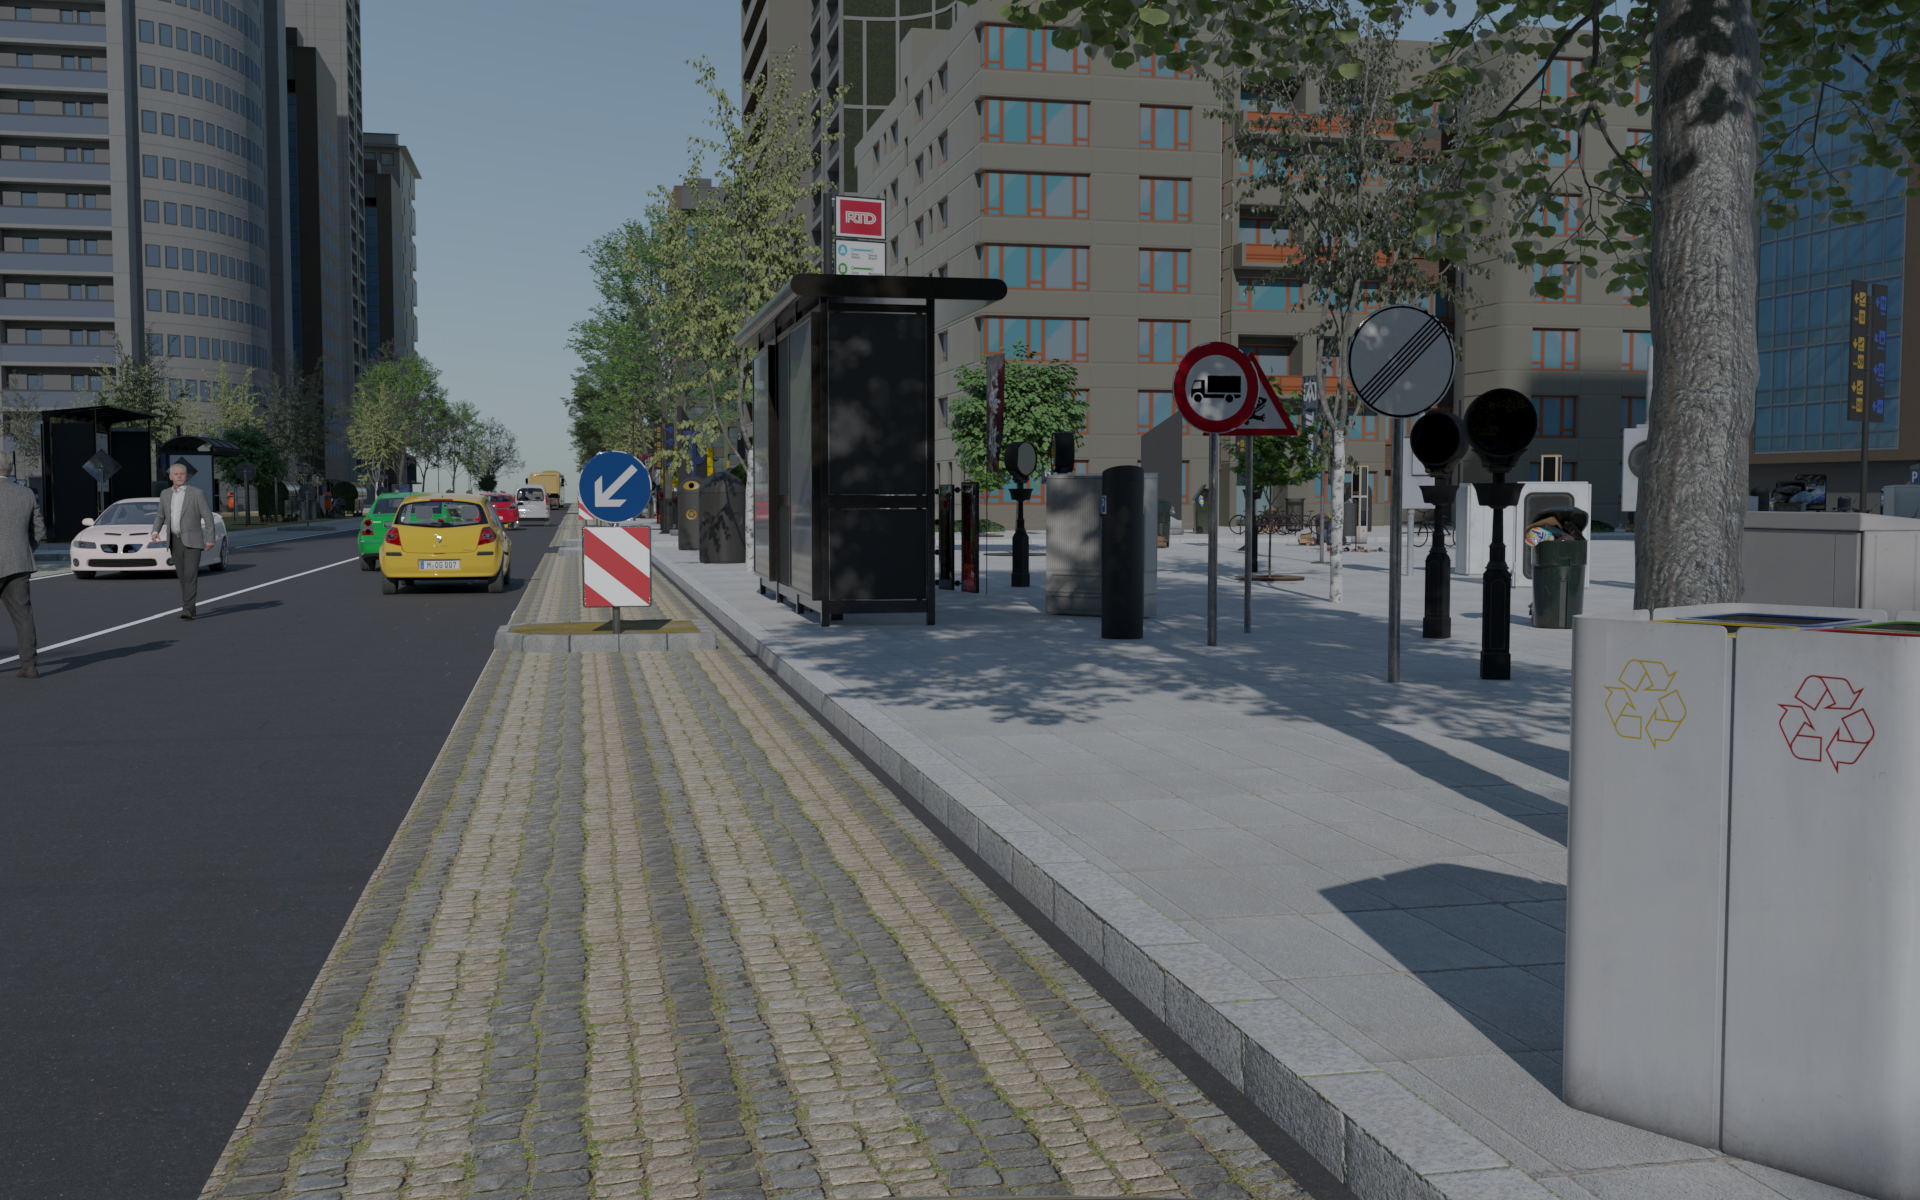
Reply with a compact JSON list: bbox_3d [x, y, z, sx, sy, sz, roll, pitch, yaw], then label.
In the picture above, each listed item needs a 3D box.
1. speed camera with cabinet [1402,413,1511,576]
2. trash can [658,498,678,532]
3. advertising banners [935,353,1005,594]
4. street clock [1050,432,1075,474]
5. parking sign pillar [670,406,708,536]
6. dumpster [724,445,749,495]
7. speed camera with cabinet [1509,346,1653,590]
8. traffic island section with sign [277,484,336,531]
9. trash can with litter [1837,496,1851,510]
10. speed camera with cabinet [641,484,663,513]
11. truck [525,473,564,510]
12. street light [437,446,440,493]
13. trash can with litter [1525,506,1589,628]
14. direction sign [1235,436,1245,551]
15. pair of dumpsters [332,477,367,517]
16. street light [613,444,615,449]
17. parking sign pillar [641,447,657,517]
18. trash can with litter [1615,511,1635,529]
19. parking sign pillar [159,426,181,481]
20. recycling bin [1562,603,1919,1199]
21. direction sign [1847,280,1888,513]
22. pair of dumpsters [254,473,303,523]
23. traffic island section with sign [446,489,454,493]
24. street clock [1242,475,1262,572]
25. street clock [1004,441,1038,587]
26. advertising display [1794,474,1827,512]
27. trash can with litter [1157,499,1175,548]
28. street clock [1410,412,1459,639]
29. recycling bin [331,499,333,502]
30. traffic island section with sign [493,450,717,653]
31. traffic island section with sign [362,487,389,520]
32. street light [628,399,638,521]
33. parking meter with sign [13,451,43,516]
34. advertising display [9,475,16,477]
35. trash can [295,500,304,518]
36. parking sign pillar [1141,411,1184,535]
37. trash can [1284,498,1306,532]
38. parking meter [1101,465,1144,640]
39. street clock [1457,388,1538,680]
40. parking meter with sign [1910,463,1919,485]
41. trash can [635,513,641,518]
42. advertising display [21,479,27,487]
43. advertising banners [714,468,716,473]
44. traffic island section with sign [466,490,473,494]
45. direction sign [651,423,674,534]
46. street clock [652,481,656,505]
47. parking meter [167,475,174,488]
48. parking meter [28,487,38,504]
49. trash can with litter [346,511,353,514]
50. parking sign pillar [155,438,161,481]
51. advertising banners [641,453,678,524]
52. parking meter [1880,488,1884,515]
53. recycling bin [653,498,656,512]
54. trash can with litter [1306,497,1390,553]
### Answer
[{"bbox_3d":[7.875,-2.016,27.291,2.038,3.252,0.660,0,4,-4],"label":"speed camera with cabinet"},{"bbox_3d":[-9.724,-2.828,57.886,0.748,1.137,0.748,0,3,0],"label":"trash can"},{"bbox_3d":[0.122,-1.612,22.536,0.090,3.025,2.074,-2,4,-25],"label":"advertising banners"},{"bbox_3d":[1.204,-0.968,20.402,0.358,2.002,0.471,0,4,-5],"label":"street clock"},{"bbox_3d":[-8.254,-3.977,53.503,1.447,3.967,1.447,1,4,16],"label":"parking sign pillar"},{"bbox_3d":[-4.215,-2.024,35.585,1.502,2.255,1.985,-1,4,-12],"label":"dumpster"},{"bbox_3d":[8.528,-1.770,23.279,2.038,3.252,0.660,1,4,19],"label":"speed camera with cabinet"},{"bbox_3d":[-25.494,-3.611,67.662,1.989,1.847,2.006,-1,4,-12],"label":"traffic island section with sign"},{"bbox_3d":[35.259,-3.602,69.945,2.233,1.210,1.678,0,4,-2],"label":"trash can with litter"},{"bbox_3d":[-18.432,-6.623,102.616,2.038,3.252,0.660,1,4,10],"label":"speed camera with cabinet"},{"bbox_3d":[-37.463,-9.800,156.149,3.469,3.379,9.791,-1,4,-13],"label":"truck"},{"bbox_3d":[-47.641,-11.340,158.193,0.468,5.910,1.993,-1,4,-12],"label":"street light"},{"bbox_3d":[5.720,-0.333,16.833,0.624,1.170,1.055,0,4,8],"label":"trash can with litter"},{"bbox_3d":[6.478,-2.881,39.098,0.379,3.537,0.876,3,5,44],"label":"direction sign"},{"bbox_3d":[-34.867,-5.889,98.778,1.574,2.255,4.437,-1,4,-12],"label":"pair of dumpsters"},{"bbox_3d":[-24.269,-9.094,121.467,0.468,5.910,1.993,-1,4,-12],"label":"street light"},{"bbox_3d":[-17.844,-6.724,98.415,1.447,3.967,1.447,-1,4,-9],"label":"parking sign pillar"},{"bbox_3d":[24.642,-3.218,63.678,1.678,1.210,2.233,1,4,13],"label":"trash can with litter"},{"bbox_3d":[-30.841,-4.912,68.780,1.447,3.967,1.447,-2,4,-25],"label":"parking sign pillar"},{"bbox_3d":[1.754,0.549,3.575,0.722,1.027,0.722,-3,5,-40],"label":"recycling bin"},{"bbox_3d":[9.744,-1.630,18.653,0.876,3.537,0.379,-3,5,-41],"label":"direction sign"},{"bbox_3d":[-31.301,-4.714,79.569,1.574,2.255,4.437,-1,4,-12],"label":"pair of dumpsters"},{"bbox_3d":[-42.338,-8.273,143.893,1.989,1.847,2.006,-1,4,-12],"label":"traffic island section with sign"},{"bbox_3d":[4.795,-1.456,28.369,0.471,2.002,0.358,1,4,10],"label":"street clock"},{"bbox_3d":[0.838,-1.183,23.909,0.358,2.002,0.471,3,5,41],"label":"street clock"},{"bbox_3d":[27.724,-3.137,56.506,0.974,1.923,0.123,1,4,10],"label":"advertising display"},{"bbox_3d":[4.823,-1.826,41.248,0.624,1.170,1.055,0,4,5],"label":"trash can with litter"},{"bbox_3d":[4.249,-0.661,15.376,0.471,2.002,0.358,3,5,40],"label":"street clock"},{"bbox_3d":[-39.805,-5.933,109.562,0.722,1.027,0.722,-1,4,-11],"label":"recycling bin"},{"bbox_3d":[-3.406,-0.483,16.518,1.989,1.847,2.006,-1,4,-12],"label":"traffic island section with sign"},{"bbox_3d":[-31.305,-5.221,93.986,1.989,1.847,2.006,-1,4,-12],"label":"traffic island section with sign"},{"bbox_3d":[-15.671,-6.751,83.168,0.468,5.910,1.993,-1,4,-12],"label":"street light"},{"bbox_3d":[-37.628,-4.555,70.735,1.738,3.016,0.543,-2,4,-24],"label":"parking meter with sign"},{"bbox_3d":[-32.500,-3.284,58.903,0.123,1.923,0.974,1,4,18],"label":"advertising display"},{"bbox_3d":[-35.859,-5.052,94.253,0.748,1.137,0.748,0,3,0],"label":"trash can"},{"bbox_3d":[6.355,-4.049,54.672,1.447,3.967,1.447,0,4,6],"label":"parking sign pillar"},{"bbox_3d":[11.454,-2.912,59.263,0.748,1.137,0.748,0,3,0],"label":"trash can"},{"bbox_3d":[1.447,-0.428,15.403,0.372,1.533,0.369,0,3,0],"label":"parking meter"},{"bbox_3d":[3.720,-0.453,11.980,0.471,2.002,0.358,1,4,11],"label":"street clock"},{"bbox_3d":[24.153,-2.876,43.284,1.738,3.016,0.543,0,4,-2],"label":"parking meter with sign"},{"bbox_3d":[-17.191,-4.894,91.664,0.748,1.137,0.748,0,3,0],"label":"trash can"},{"bbox_3d":[-41.243,-4.304,75.588,0.974,1.923,0.123,-3,5,-40],"label":"advertising display"},{"bbox_3d":[-16.047,-7.394,117.075,2.074,3.025,0.090,-2,4,-33],"label":"advertising banners"},{"bbox_3d":[-48.155,-9.883,170.216,1.989,1.847,2.006,-1,4,-12],"label":"traffic island section with sign"},{"bbox_3d":[-9.509,-3.893,55.655,0.876,3.537,0.379,2,4,35],"label":"direction sign"},{"bbox_3d":[-17.176,-5.630,96.622,0.471,2.002,0.358,0,4,-3],"label":"street clock"},{"bbox_3d":[-24.486,-2.956,54.041,0.399,1.863,0.255,-2,4,-29],"label":"parking meter"},{"bbox_3d":[-34.403,-3.416,64.265,0.372,1.533,0.369,0,3,0],"label":"parking meter"},{"bbox_3d":[-38.704,-5.978,109.133,1.055,1.170,0.624,-1,4,-16],"label":"trash can with litter"},{"bbox_3d":[-38.230,-5.820,83.632,1.447,3.967,1.447,1,4,8],"label":"parking sign pillar"},{"bbox_3d":[-12.809,-4.785,74.421,2.074,3.025,0.090,1,4,23],"label":"advertising banners"},{"bbox_3d":[37.186,-3.742,69.587,0.372,1.533,0.369,0,3,0],"label":"parking meter"},{"bbox_3d":[-21.219,-6.695,122.016,0.722,1.027,0.722,1,4,12],"label":"recycling bin"},{"bbox_3d":[8.896,-1.669,38.349,2.233,1.210,1.678,1,4,23],"label":"trash can with litter"}]
